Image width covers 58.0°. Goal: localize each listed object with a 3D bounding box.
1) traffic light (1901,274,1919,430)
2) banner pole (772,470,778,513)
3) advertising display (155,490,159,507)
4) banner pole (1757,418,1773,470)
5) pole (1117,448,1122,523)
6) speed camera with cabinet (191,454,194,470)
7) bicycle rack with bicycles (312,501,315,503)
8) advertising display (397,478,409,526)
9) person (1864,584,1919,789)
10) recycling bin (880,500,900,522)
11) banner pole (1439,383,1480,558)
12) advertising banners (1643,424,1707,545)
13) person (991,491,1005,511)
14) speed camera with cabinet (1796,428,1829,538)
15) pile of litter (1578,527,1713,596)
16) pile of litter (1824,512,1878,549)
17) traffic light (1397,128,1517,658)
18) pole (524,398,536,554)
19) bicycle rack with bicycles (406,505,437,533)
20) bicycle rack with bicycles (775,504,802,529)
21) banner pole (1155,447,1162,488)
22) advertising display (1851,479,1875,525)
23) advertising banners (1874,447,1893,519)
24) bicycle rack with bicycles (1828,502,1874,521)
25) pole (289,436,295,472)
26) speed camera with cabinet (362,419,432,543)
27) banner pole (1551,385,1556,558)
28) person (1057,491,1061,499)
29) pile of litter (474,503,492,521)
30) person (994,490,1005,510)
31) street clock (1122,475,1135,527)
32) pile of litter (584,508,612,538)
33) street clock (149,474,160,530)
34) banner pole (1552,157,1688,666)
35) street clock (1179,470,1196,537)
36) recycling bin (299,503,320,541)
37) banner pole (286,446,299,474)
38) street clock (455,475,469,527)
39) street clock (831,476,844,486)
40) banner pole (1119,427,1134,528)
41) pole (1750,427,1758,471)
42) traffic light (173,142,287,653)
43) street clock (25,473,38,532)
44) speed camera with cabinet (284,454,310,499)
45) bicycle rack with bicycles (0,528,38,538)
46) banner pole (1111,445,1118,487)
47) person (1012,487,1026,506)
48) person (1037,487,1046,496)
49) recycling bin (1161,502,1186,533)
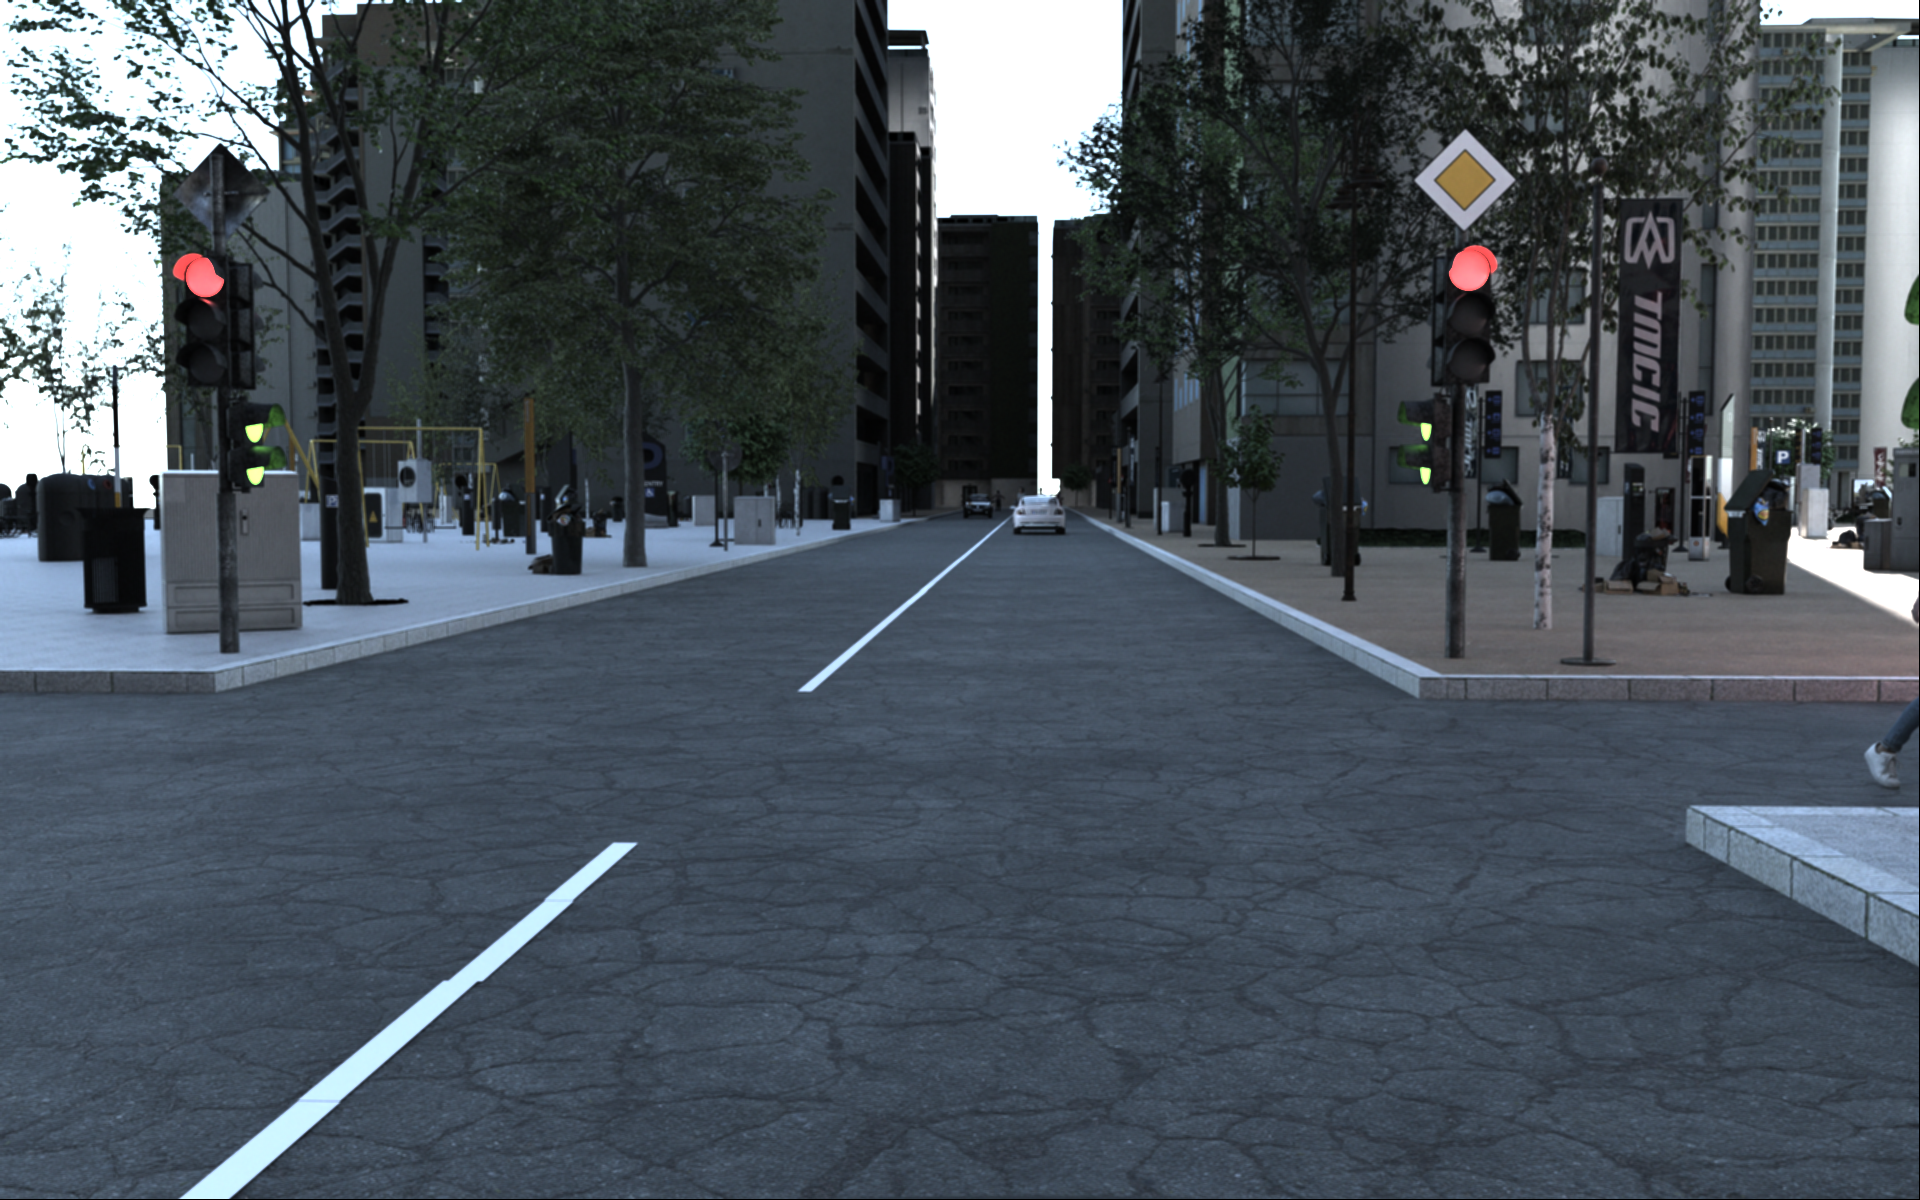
[{"bbox_3d":[3.504,-1.014,5.493,0.839,4.253,0.868,0,4,3],"label":"traffic light"},{"bbox_3d":[-9.340,-5.960,87.460,0.401,3.779,0.863,1,4,18],"label":"banner pole"},{"bbox_3d":[-35.379,-4.407,77.261,0.974,1.923,0.123,-2,4,-29],"label":"advertising display"},{"bbox_3d":[26.636,-4.123,57.421,0.863,3.779,0.401,-1,4,-9],"label":"banner pole"},{"bbox_3d":[7.108,-5.099,77.206,0.158,3.312,0.155,0,3,0],"label":"pole"},{"bbox_3d":[-36.970,-5.562,85.282,2.038,3.252,0.660,-1,4,-12],"label":"speed camera with cabinet"},{"bbox_3d":[-32.489,-4.617,88.876,2.925,0.926,2.852,-3,5,-41],"label":"bicycle rack with bicycles"},{"bbox_3d":[-22.287,-3.919,69.287,0.123,1.923,0.974,0,4,2],"label":"advertising display"},{"bbox_3d":[4.716,0.050,8.363,0.598,1.740,0.731,3,5,39],"label":"person"},{"bbox_3d":[-3.211,-4.102,79.616,0.722,1.027,0.722,2,4,28],"label":"recycling bin"},{"bbox_3d":[10.025,-2.733,34.708,0.401,3.779,0.863,-3,4,-37],"label":"banner pole"},{"bbox_3d":[17.847,-2.917,43.880,0.090,3.025,2.074,-3,5,-45],"label":"advertising banners"},{"bbox_3d":[3.163,-8.314,145.142,1.217,1.736,0.721,-1,4,-12],"label":"person"},{"bbox_3d":[25.404,-3.502,51.601,0.660,3.252,2.038,1,4,17],"label":"speed camera with cabinet"},{"bbox_3d":[8.826,-0.514,22.365,1.176,0.858,1.719,-1,4,-22],"label":"pile of litter"},{"bbox_3d":[21.142,-1.613,40.335,1.719,0.858,1.176,3,5,40],"label":"pile of litter"},{"bbox_3d":[3.861,-1.501,13.470,0.839,4.253,0.868,0,4,3],"label":"traffic light"},{"bbox_3d":[-9.154,-2.631,36.867,0.158,3.312,0.155,0,3,0],"label":"pole"},{"bbox_3d":[-18.664,-2.733,58.069,2.852,0.926,2.925,0,4,5],"label":"bicycle rack with bicycles"},{"bbox_3d":[-7.176,-3.160,65.043,2.852,0.926,2.925,-1,4,-10],"label":"bicycle rack with bicycles"},{"bbox_3d":[9.311,-5.570,81.082,0.401,3.779,0.863,2,4,30],"label":"banner pole"},{"bbox_3d":[37.979,-4.137,72.850,0.974,1.923,0.123,0,4,-7],"label":"advertising display"},{"bbox_3d":[34.545,-4.131,63.724,0.090,3.025,2.074,-2,4,-28],"label":"advertising banners"},{"bbox_3d":[45.335,-4.442,86.005,2.925,0.926,2.852,0,4,0],"label":"bicycle rack with bicycles"},{"bbox_3d":[-23.422,-4.095,60.800,0.158,3.312,0.155,0,3,0],"label":"pole"},{"bbox_3d":[-14.902,-3.144,45.739,2.038,3.252,0.660,2,4,28],"label":"speed camera with cabinet"},{"bbox_3d":[12.151,-2.759,35.123,0.863,3.779,0.401,-2,4,-29],"label":"banner pole"},{"bbox_3d":[9.213,-9.306,161.329,0.621,1.740,0.551,-1,4,-9],"label":"person"},{"bbox_3d":[-22.272,-4.111,81.182,1.719,0.858,1.176,2,4,30],"label":"pile of litter"},{"bbox_3d":[3.243,-8.405,146.650,1.217,1.736,0.721,-1,4,-9],"label":"person"},{"bbox_3d":[6.543,-3.840,67.362,0.471,2.002,0.358,0,4,8],"label":"street clock"},{"bbox_3d":[-10.949,-2.296,51.512,1.176,0.858,1.719,0,4,-8],"label":"pile of litter"},{"bbox_3d":[-28.884,-3.531,62.297,0.358,2.002,0.471,2,4,34],"label":"street clock"},{"bbox_3d":[4.981,-1.404,12.977,0.863,3.779,0.401,0,4,2],"label":"banner pole"},{"bbox_3d":[6.822,-2.899,51.970,0.471,2.002,0.358,-1,4,-14],"label":"street clock"},{"bbox_3d":[-17.919,-2.162,47.896,0.722,1.027,0.722,-3,4,-36],"label":"recycling bin"},{"bbox_3d":[-34.882,-6.141,90.427,0.863,3.779,0.401,1,4,10],"label":"banner pole"},{"bbox_3d":[-19.330,-3.833,67.241,0.471,2.002,0.358,0,4,5],"label":"street clock"},{"bbox_3d":[-4.809,-3.872,67.869,0.471,2.002,0.358,-2,4,-25],"label":"street clock"},{"bbox_3d":[6.382,-4.568,64.704,0.401,3.779,0.863,-1,4,-12],"label":"banner pole"},{"bbox_3d":[24.212,-3.612,52.891,0.158,3.312,0.155,0,3,0],"label":"pole"},{"bbox_3d":[-5.891,-1.527,13.889,0.839,4.253,0.868,0,4,3],"label":"traffic light"},{"bbox_3d":[-31.542,-3.323,58.904,0.358,2.002,0.471,0,4,-4],"label":"street clock"},{"bbox_3d":[-32.946,-5.597,85.845,2.038,3.252,0.660,3,5,43],"label":"speed camera with cabinet"},{"bbox_3d":[-28.481,-2.296,50.917,2.852,0.926,2.925,3,4,37],"label":"bicycle rack with bicycles"},{"bbox_3d":[7.087,-5.402,78.343,0.401,3.779,0.863,3,5,43],"label":"banner pole"},{"bbox_3d":[2.789,-4.511,82.615,0.716,1.782,0.532,3,5,40],"label":"person"},{"bbox_3d":[3.690,-4.030,75.056,0.731,1.740,0.598,-3,5,-40],"label":"person"},{"bbox_3d":[7.143,-2.779,57.997,0.722,1.027,0.722,-1,4,-20],"label":"recycling bin"}]
